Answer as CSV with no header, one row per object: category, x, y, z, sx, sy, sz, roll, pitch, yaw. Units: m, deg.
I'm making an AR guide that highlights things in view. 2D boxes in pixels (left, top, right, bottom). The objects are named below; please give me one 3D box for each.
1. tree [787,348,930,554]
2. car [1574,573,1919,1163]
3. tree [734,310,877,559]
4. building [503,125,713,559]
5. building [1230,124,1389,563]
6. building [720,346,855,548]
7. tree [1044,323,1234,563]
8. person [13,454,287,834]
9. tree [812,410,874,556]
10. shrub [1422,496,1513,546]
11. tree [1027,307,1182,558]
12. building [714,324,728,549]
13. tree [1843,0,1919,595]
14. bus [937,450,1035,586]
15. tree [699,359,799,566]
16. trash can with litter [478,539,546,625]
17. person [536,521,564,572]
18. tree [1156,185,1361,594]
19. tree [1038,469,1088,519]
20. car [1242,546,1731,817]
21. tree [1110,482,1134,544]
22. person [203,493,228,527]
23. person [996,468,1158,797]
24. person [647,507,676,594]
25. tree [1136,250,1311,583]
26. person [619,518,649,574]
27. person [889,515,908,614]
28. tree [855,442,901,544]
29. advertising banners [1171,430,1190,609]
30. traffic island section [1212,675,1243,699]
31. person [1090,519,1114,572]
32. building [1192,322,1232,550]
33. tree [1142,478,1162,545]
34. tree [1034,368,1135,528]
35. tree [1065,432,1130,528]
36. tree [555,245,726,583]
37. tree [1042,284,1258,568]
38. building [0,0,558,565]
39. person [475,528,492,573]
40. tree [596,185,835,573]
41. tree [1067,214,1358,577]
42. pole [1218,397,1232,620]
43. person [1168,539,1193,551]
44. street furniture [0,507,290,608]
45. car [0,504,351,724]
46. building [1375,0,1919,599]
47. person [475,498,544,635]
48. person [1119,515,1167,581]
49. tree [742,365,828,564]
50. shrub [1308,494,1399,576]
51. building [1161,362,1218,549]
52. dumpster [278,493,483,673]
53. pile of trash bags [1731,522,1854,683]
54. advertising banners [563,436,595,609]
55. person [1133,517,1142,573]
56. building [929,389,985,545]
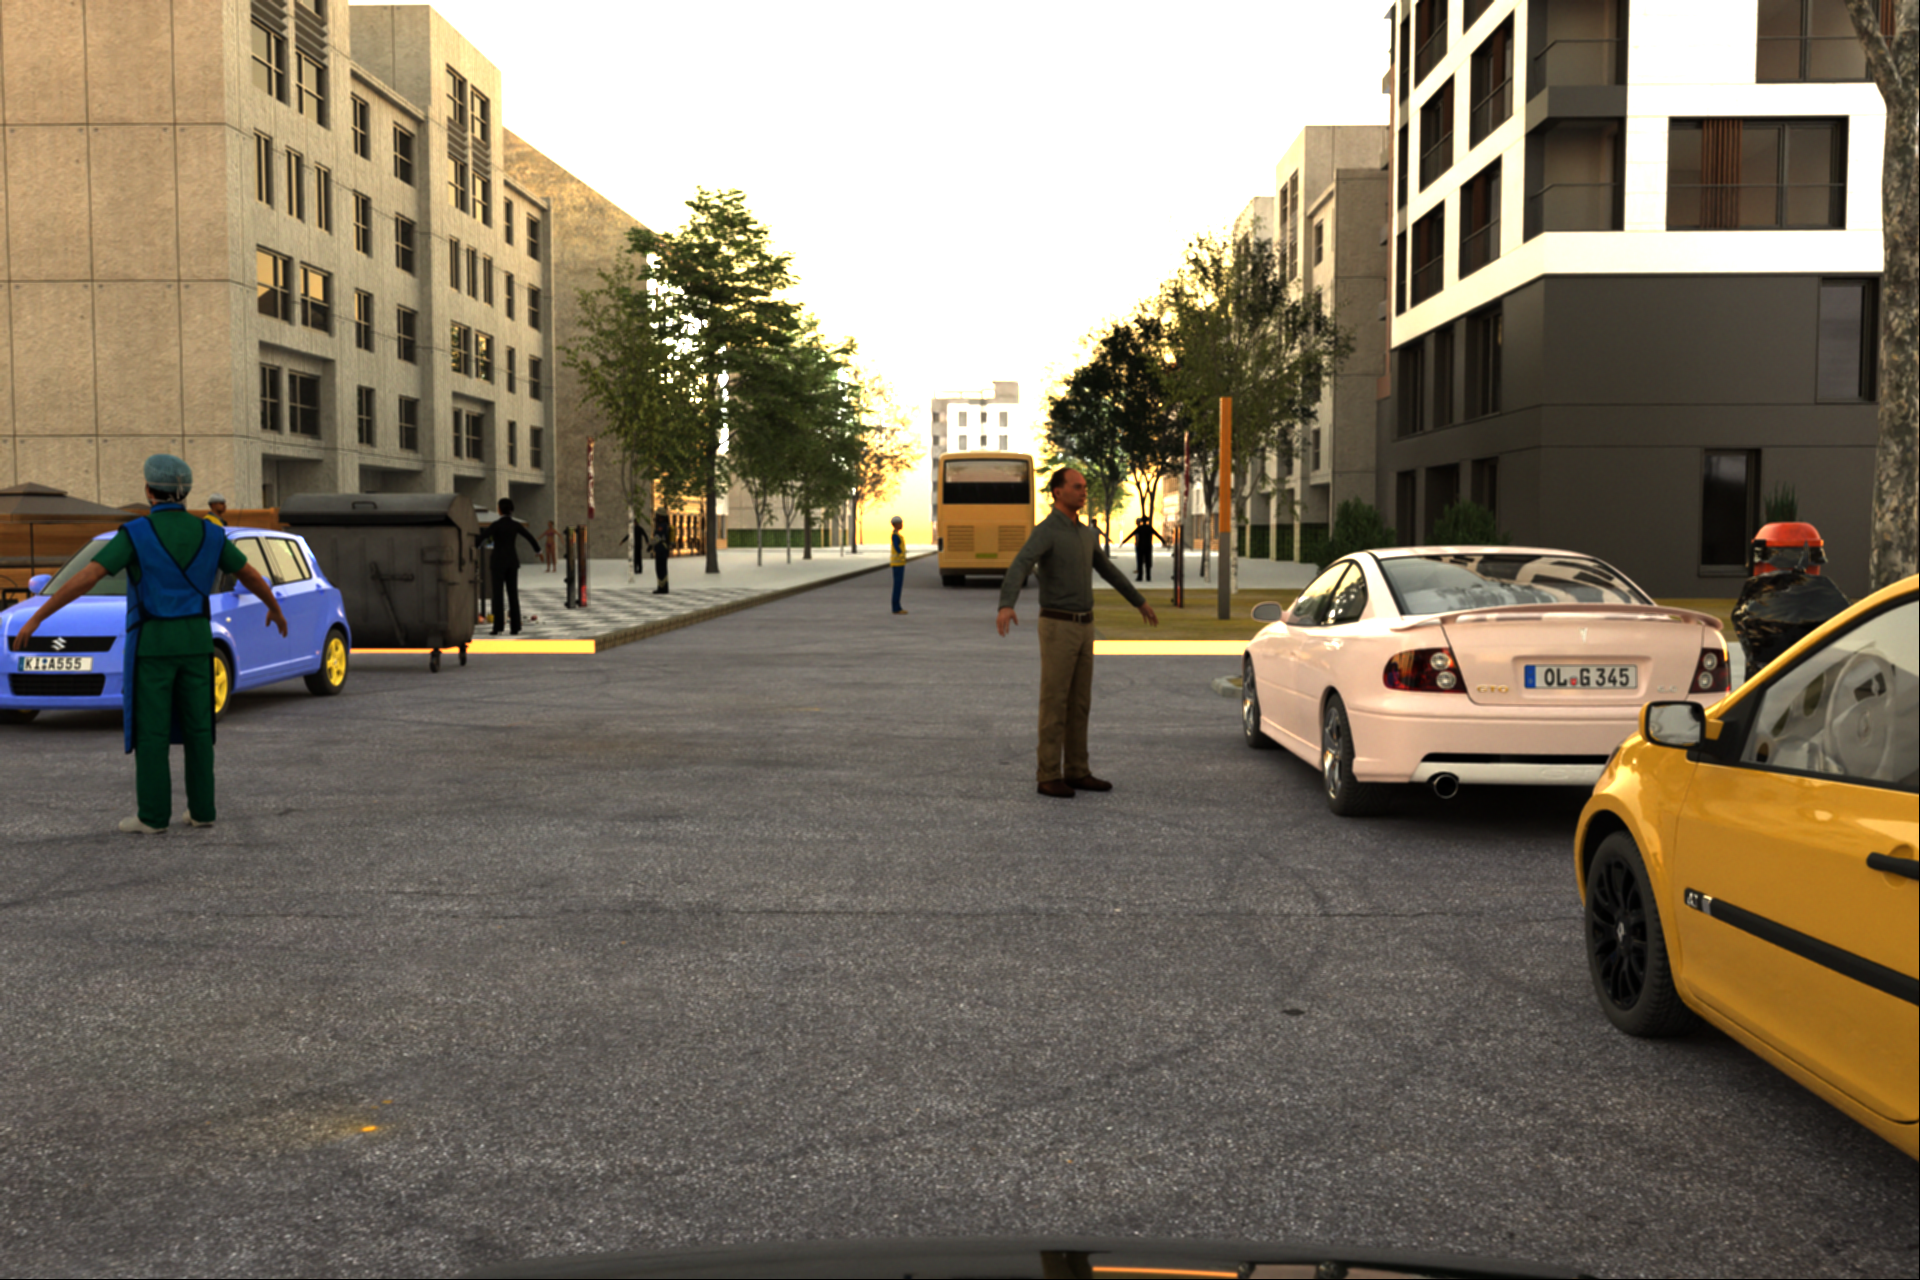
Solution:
tree,-6.891,-12.436,113.703,12.009,13.543,11.850,0,3,0
car,2.708,0.394,3.782,2.015,1.641,3.980,0,4,1
tree,-7.979,-10.418,88.461,7.486,12.596,7.792,0,3,0
building,-24.632,-16.285,97.184,19.493,23.208,18.063,0,4,2
building,23.472,-13.267,83.377,16.747,18.905,31.486,0,4,2
building,-20.862,-19.143,179.439,16.747,18.905,31.486,0,4,2
tree,8.121,-8.638,75.646,8.767,10.594,7.601,0,4,-7
person,-3.841,0.012,8.388,0.704,1.817,1.347,3,4,38
tree,-6.721,-9.074,98.714,4.360,8.622,3.978,0,3,0
shrub,9.791,-1.776,33.463,1.690,2.028,1.600,0,3,0
tree,8.045,-11.188,93.290,12.009,13.543,11.850,0,3,0
building,-25.665,-17.312,139.468,16.016,20.090,11.380,0,4,1
tree,7.676,-9.842,16.808,12.611,20.169,13.585,0,3,0
bus,0.697,-3.615,50.646,2.896,3.916,12.252,0,4,0
tree,-7.821,-7.259,69.052,4.360,8.622,3.978,0,3,0
trash can with litter,-6.728,-0.883,25.496,1.678,1.210,2.233,0,4,1
person,-13.839,-3.154,58.364,1.217,1.733,0.721,1,4,23
tree,5.824,-5.315,37.257,4.360,8.622,3.978,0,3,0
tree,13.276,-17.241,216.307,7.601,10.594,8.767,0,4,3
car,2.835,0.135,10.156,2.083,1.381,4.827,0,4,1
tree,19.997,-16.322,217.221,4.737,8.622,4.395,0,3,0
person,-10.014,-1.069,23.444,0.705,1.833,1.349,0,4,1
person,0.612,-0.052,9.573,0.705,1.796,1.348,3,5,42
person,-6.416,-1.915,37.086,0.705,1.856,1.354,0,4,5
tree,6.744,-5.811,45.369,4.737,8.622,4.395,0,3,0
person,-10.537,-3.065,56.332,0.704,1.802,1.346,2,4,32
person,-1.037,-1.358,31.120,0.721,1.772,1.216,0,4,-2
tree,-12.396,-18.599,214.458,12.009,13.543,11.850,0,3,0
advertising banners,3.845,-2.081,30.215,0.090,3.025,2.074,0,4,1
traffic island section,3.321,0.439,15.694,1.991,0.108,1.994,0,4,2
person,4.604,-3.228,58.965,1.347,1.806,0.705,-1,4,-22
building,25.149,-17.860,148.432,16.016,20.090,11.380,0,4,1
tree,24.803,-15.976,211.568,4.360,8.622,3.978,0,3,0
tree,8.807,-12.275,118.820,7.486,12.596,7.792,0,3,0
tree,8.529,-9.685,108.715,4.737,8.622,4.395,0,3,0
tree,-8.399,-5.807,45.315,4.737,8.622,4.395,0,3,0
tree,7.145,-8.030,65.698,8.767,10.594,7.601,1,4,10
building,-26.017,-11.739,58.385,16.747,18.905,31.486,0,4,1
person,-15.716,-3.080,56.300,1.347,1.837,0.705,1,4,21
tree,-7.969,-8.465,56.529,7.486,12.596,7.792,0,3,0
tree,7.322,-7.166,51.584,8.767,10.594,7.601,0,4,6
pole,3.961,-1.961,25.904,0.158,3.312,0.155,0,3,0
person,6.656,-2.645,52.505,0.599,1.433,0.991,-3,5,-41
street furniture,-13.951,-1.498,31.340,11.010,1.723,9.812,2,4,30
car,-6.409,-0.279,14.146,1.945,1.707,3.694,0,4,1
building,25.955,-12.578,49.618,27.936,21.610,32.646,0,4,2
person,-5.832,-0.938,22.054,1.216,1.740,0.721,-3,5,-44
person,5.017,-2.510,47.227,1.347,1.806,0.705,-1,4,-10
tree,-7.425,-7.590,74.457,4.737,8.622,4.395,0,3,0
shrub,7.330,-1.696,32.148,1.690,2.028,1.600,0,3,0
building,28.791,-20.130,160.054,19.493,23.208,18.063,0,4,2
dumpster,-6.129,-0.620,18.345,1.865,1.857,1.264,0,4,1
pile of trash bags,6.220,-0.125,11.799,1.912,1.369,3.447,0,4,1
advertising banners,-6.653,-2.093,30.413,0.090,3.025,2.074,0,4,2
person,5.870,-3.136,57.129,0.705,1.847,1.347,0,4,5
building,-3.379,-21.907,217.054,11.380,20.090,16.016,0,4,-3
